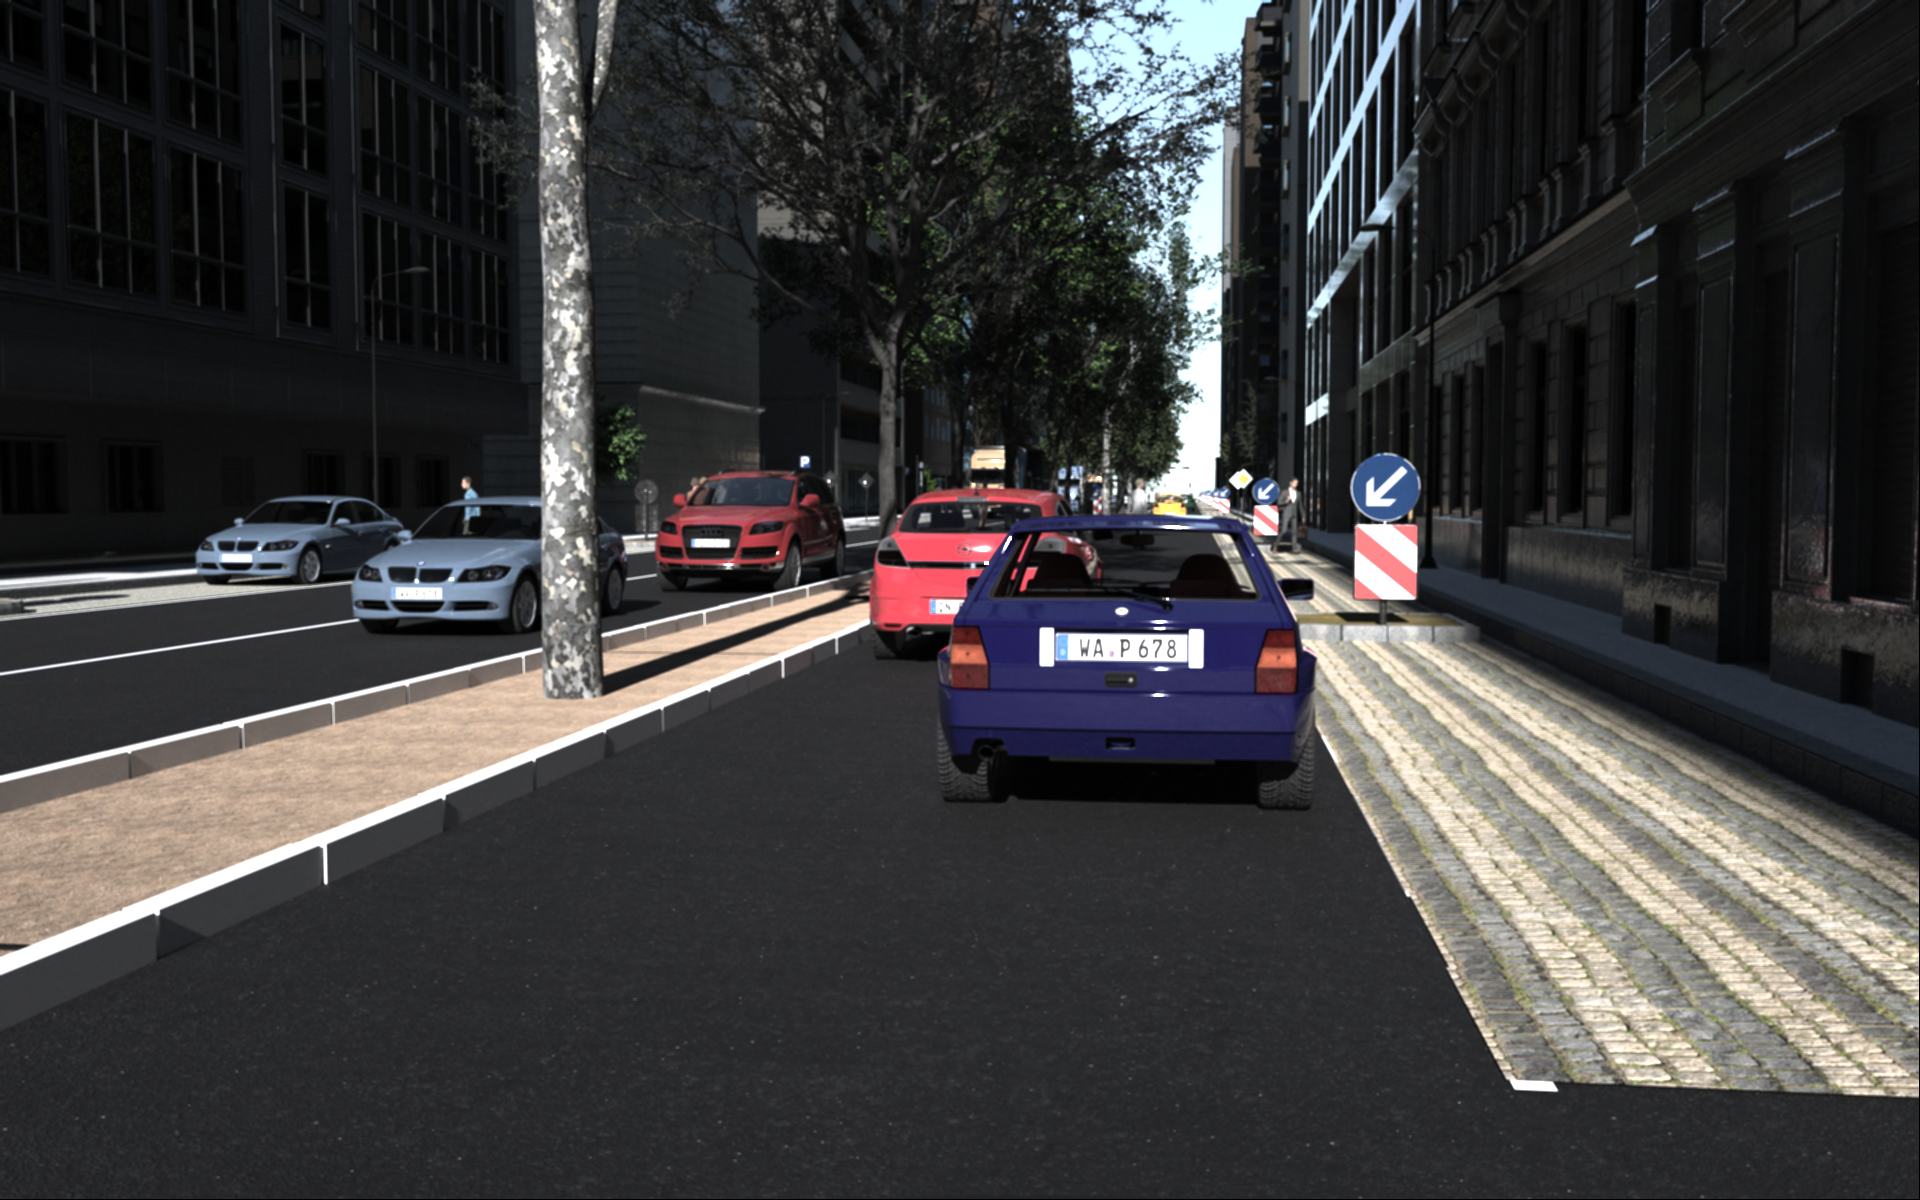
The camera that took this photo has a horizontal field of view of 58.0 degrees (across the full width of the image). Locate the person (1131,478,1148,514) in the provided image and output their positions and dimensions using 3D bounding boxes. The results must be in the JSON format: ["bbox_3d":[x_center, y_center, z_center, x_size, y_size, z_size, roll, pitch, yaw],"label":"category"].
[{"bbox_3d":[4.583,-2.208,44.485,0.514,1.842,0.818,2,4,34],"label":"person"}]

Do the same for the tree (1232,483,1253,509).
[{"bbox_3d":[25.150,-9.750,154.009,1.663,3.219,1.824,0,3,0],"label":"tree"}]

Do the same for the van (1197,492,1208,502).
[{"bbox_3d":[40.942,-17.434,292.048,2.013,2.044,4.112,0,4,7],"label":"van"}]

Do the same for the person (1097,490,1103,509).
[{"bbox_3d":[14.069,-9.885,170.208,1.350,1.814,0.705,1,4,19],"label":"person"}]

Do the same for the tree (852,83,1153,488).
[{"bbox_3d":[1.161,-6.977,42.284,9.928,11.665,9.643,0,3,0],"label":"tree"}]

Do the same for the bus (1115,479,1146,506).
[{"bbox_3d":[20.479,-12.958,206.730,2.948,3.499,13.247,1,4,10],"label":"bus"}]

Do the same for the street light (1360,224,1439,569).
[{"bbox_3d":[7.568,-3.506,29.872,1.470,5.913,1.316,0,4,8],"label":"street light"}]

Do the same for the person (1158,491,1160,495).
[{"bbox_3d":[24.533,-12.479,212.401,0.599,1.838,0.709,1,4,10],"label":"person"}]

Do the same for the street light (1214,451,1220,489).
[{"bbox_3d":[28.705,-13.199,188.338,1.470,5.913,1.316,0,4,8],"label":"street light"}]

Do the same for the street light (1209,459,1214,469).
[{"bbox_3d":[33.818,-15.575,227.193,1.470,5.913,1.316,0,4,8],"label":"street light"}]

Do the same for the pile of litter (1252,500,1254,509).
[{"bbox_3d":[24.915,-8.219,148.351,1.176,0.858,1.719,0,4,8],"label":"pile of litter"}]

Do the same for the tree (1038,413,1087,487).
[{"bbox_3d":[13.375,-19.002,228.815,7.486,12.596,7.792,0,3,0],"label":"tree"}]

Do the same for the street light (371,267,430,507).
[{"bbox_3d":[-11.543,-3.863,35.709,1.470,5.913,1.316,0,4,8],"label":"street light"}]

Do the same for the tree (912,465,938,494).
[{"bbox_3d":[-2.192,-7.393,115.480,1.663,3.219,1.824,0,3,0],"label":"tree"}]

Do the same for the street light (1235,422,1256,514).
[{"bbox_3d":[18.515,-8.524,111.903,1.470,5.913,1.316,0,4,8],"label":"street light"}]

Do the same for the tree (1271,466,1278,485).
[{"bbox_3d":[19.097,-6.548,101.669,1.663,3.219,1.824,0,3,0],"label":"tree"}]

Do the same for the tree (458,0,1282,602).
[{"bbox_3d":[-0.979,-6.751,23.212,12.009,13.543,11.850,0,3,0],"label":"tree"}]

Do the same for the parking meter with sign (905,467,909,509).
[{"bbox_3d":[-4.154,-7.079,112.007,1.738,3.016,0.543,2,4,30],"label":"parking meter with sign"}]

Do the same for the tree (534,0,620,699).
[{"bbox_3d":[-1.635,-9.312,10.600,12.611,20.169,13.585,0,3,0],"label":"tree"}]

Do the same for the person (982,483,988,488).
[{"bbox_3d":[0.769,-2.858,55.567,0.374,1.781,0.599,3,5,40],"label":"person"}]

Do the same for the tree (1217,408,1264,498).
[{"bbox_3d":[23.873,-11.964,145.979,4.737,8.622,4.395,0,3,0],"label":"tree"}]

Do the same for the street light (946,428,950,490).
[{"bbox_3d":[-0.377,-8.934,118.611,1.470,5.913,1.316,0,4,8],"label":"street light"}]

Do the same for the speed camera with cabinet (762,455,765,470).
[{"bbox_3d":[-9.234,-5.714,87.751,2.038,3.252,0.660,0,4,7],"label":"speed camera with cabinet"}]

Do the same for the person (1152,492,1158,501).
[{"bbox_3d":[25.692,-13.354,227.558,1.217,1.743,0.721,-3,5,-39],"label":"person"}]

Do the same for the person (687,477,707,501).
[{"bbox_3d":[-5.978,-1.929,40.009,0.573,1.828,0.580,1,4,21],"label":"person"}]

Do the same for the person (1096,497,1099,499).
[{"bbox_3d":[14.466,-10.597,182.681,0.541,1.710,0.530,-1,4,-9],"label":"person"}]

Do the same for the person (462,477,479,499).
[{"bbox_3d":[-9.950,-1.625,35.405,0.444,1.785,0.601,-1,4,-18],"label":"person"}]

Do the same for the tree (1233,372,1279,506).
[{"bbox_3d":[18.417,-9.486,105.461,4.360,8.622,3.978,0,3,0],"label":"tree"}]

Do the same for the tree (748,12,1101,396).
[{"bbox_3d":[-0.174,-5.890,33.169,8.767,10.594,7.601,0,4,8],"label":"tree"}]

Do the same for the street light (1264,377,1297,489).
[{"bbox_3d":[12.781,-5.892,68.878,1.470,5.913,1.316,0,4,8],"label":"street light"}]

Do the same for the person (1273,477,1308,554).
[{"bbox_3d":[7.807,-1.988,40.960,0.622,1.834,0.822,-2,4,-25],"label":"person"}]

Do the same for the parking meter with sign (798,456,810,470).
[{"bbox_3d":[-7.459,-5.116,79.909,0.543,3.016,1.738,-2,4,-25],"label":"parking meter with sign"}]

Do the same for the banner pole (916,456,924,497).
[{"bbox_3d":[-2.642,-7.548,113.425,0.401,3.779,0.863,3,5,43],"label":"banner pole"}]

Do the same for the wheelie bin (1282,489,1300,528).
[{"bbox_3d":[12.611,-3.557,66.061,0.693,1.594,0.980,0,4,5],"label":"wheelie bin"}]

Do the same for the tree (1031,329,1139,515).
[{"bbox_3d":[4.707,-6.952,66.480,4.360,8.622,3.978,0,3,0],"label":"tree"}]

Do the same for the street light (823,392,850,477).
[{"bbox_3d":[-5.696,-6.531,79.326,1.470,5.913,1.316,0,4,8],"label":"street light"}]

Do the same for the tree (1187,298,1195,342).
[{"bbox_3d":[2.632,-6.983,51.047,8.767,10.594,7.601,0,4,8],"label":"tree"}]

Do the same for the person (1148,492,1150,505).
[{"bbox_3d":[24.477,-13.153,224.464,0.530,1.710,0.541,2,4,23],"label":"person"}]

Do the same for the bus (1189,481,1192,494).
[{"bbox_3d":[34.547,-17.010,269.660,2.896,3.916,12.252,1,4,9],"label":"bus"}]

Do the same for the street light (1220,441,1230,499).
[{"bbox_3d":[23.703,-10.934,151.305,1.470,5.913,1.316,0,4,8],"label":"street light"}]

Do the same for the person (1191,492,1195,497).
[{"bbox_3d":[38.468,-17.068,287.564,1.348,1.823,0.705,-2,4,-34],"label":"person"}]

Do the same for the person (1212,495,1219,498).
[{"bbox_3d":[26.547,-10.489,180.540,0.990,1.755,0.434,-1,4,-16],"label":"person"}]

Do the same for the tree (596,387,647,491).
[{"bbox_3d":[-11.094,-4.207,52.497,4.285,4.588,4.351,0,3,0],"label":"tree"}]

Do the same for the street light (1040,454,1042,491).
[{"bbox_3d":[9.598,-13.588,194.711,1.470,5.913,1.316,0,4,8],"label":"street light"}]

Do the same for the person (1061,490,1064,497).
[{"bbox_3d":[9.576,-9.326,160.965,0.705,1.826,1.348,0,4,2],"label":"person"}]

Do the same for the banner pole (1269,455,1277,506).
[{"bbox_3d":[20.002,-7.372,110.546,0.401,3.779,0.863,-2,4,-35],"label":"banner pole"}]
